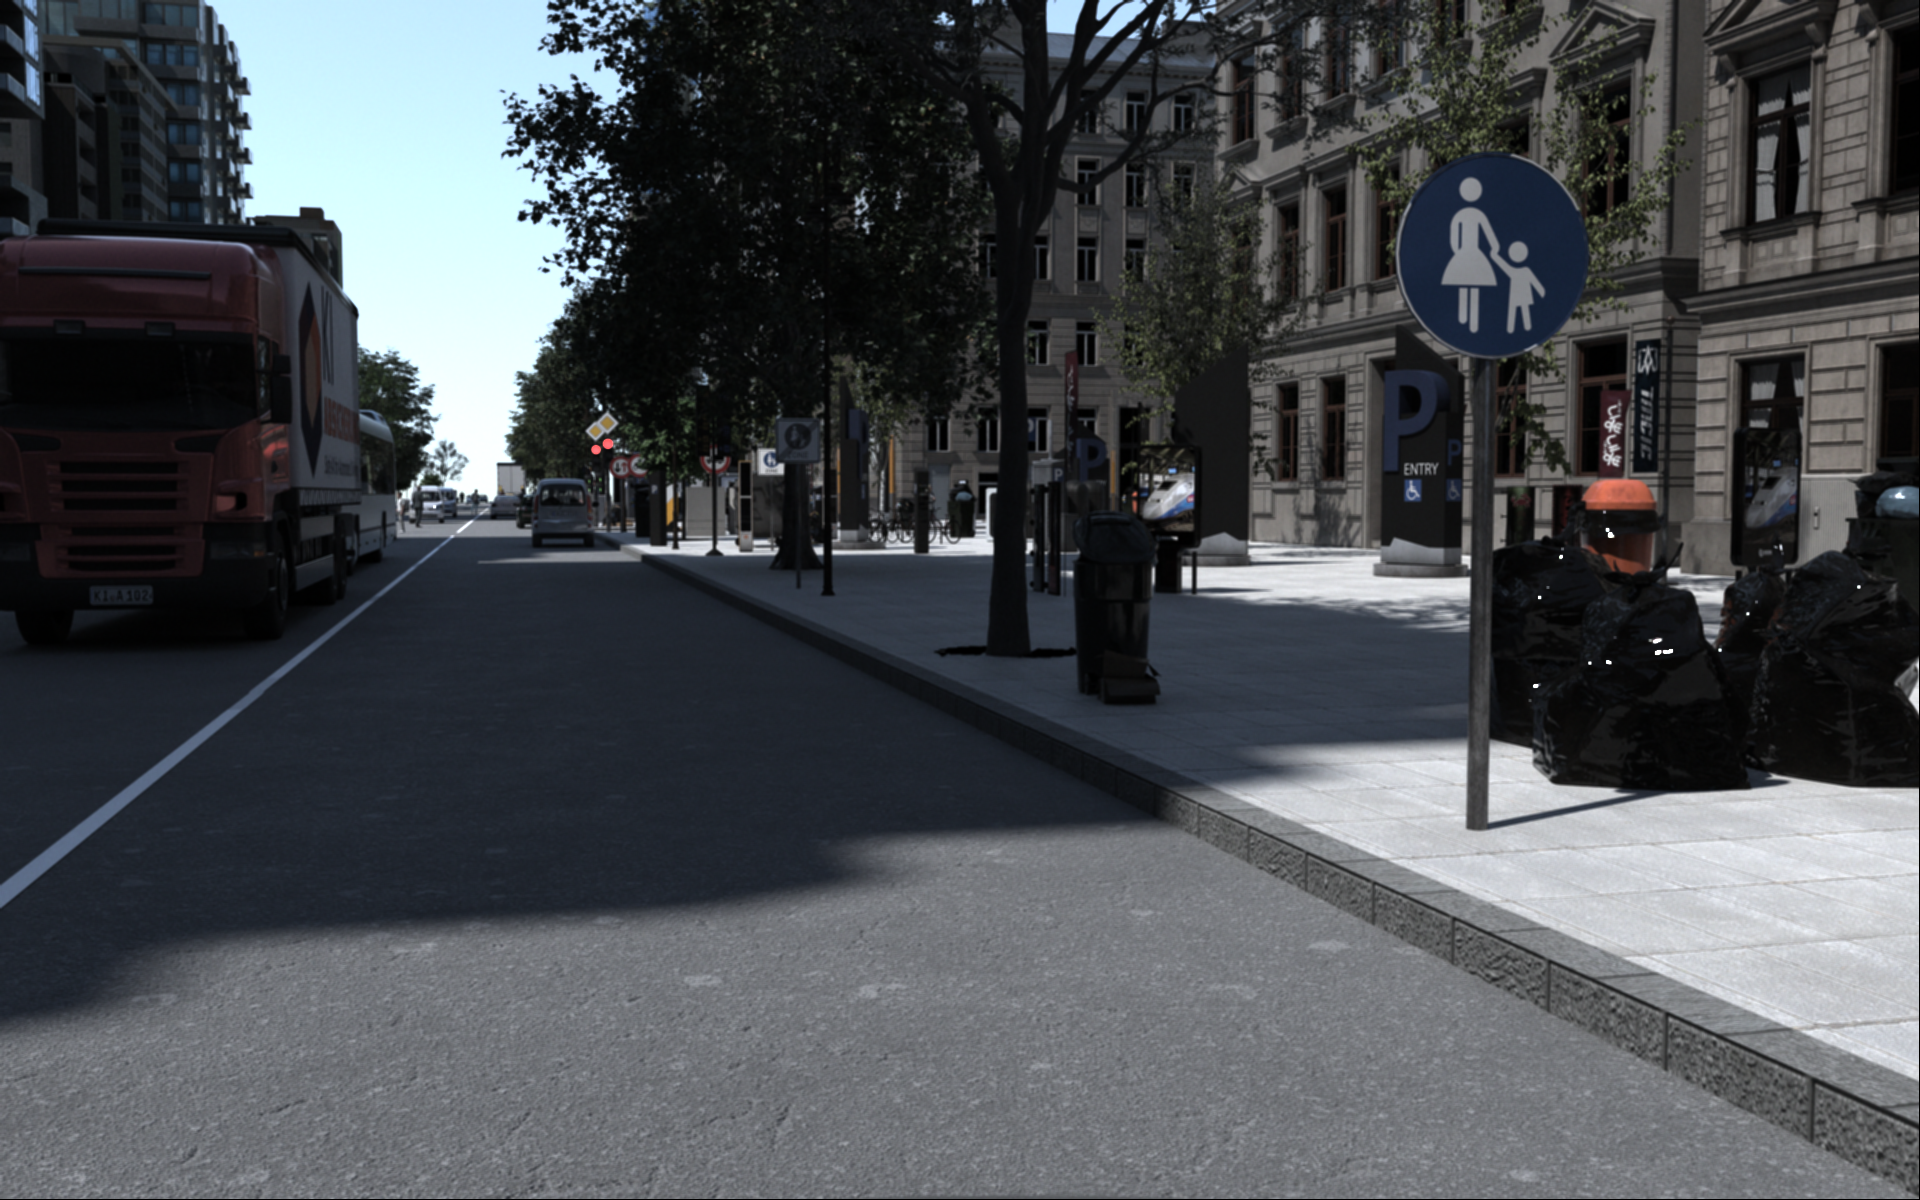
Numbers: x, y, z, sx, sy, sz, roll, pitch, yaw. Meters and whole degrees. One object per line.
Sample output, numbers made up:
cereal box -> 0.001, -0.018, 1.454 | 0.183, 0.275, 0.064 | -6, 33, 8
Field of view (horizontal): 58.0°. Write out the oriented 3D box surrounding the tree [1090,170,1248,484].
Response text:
tree -> 5.284, -5.470, 39.797 | 4.737, 8.622, 4.395 | 0, 3, 0

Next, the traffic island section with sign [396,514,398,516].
traffic island section with sign -> -37.365, -6.333, 112.165 | 1.989, 1.847, 2.006 | -1, 4, -15

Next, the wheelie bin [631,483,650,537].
wheelie bin -> -9.326, -2.670, 51.555 | 0.980, 1.594, 0.693 | 0, 4, -3

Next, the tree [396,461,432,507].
tree -> -55.261, -11.404, 170.169 | 4.285, 4.588, 4.351 | 0, 3, 0

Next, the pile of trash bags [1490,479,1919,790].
pile of trash bags -> 3.703, 0.041, 9.075 | 1.912, 1.369, 3.447 | 1, 4, 9

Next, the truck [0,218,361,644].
truck -> -8.713, -1.909, 20.121 | 2.839, 4.237, 11.283 | -1, 4, -15

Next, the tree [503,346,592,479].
tree -> -31.020, -13.125, 132.728 | 7.486, 12.596, 7.792 | 0, 3, 0

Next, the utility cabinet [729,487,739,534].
utility cabinet -> -6.716, -2.809, 54.610 | 1.173, 1.500, 0.318 | -3, 5, -43

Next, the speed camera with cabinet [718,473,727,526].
speed camera with cabinet -> -9.603, -4.600, 69.553 | 0.660, 3.252, 2.038 | -2, 4, -26

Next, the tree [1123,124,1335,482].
tree -> 5.062, -5.157, 34.683 | 4.360, 8.622, 3.978 | 0, 3, 0

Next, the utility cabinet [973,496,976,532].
utility cabinet -> 0.287, -2.875, 58.164 | 0.306, 1.237, 1.020 | 1, 4, 12

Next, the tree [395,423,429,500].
tree -> -58.437, -14.083, 180.613 | 4.737, 8.622, 4.395 | 0, 3, 0

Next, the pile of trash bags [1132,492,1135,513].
pile of trash bags -> 11.688, -7.411, 130.928 | 1.912, 1.369, 3.447 | -1, 4, -17

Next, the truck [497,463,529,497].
truck -> -41.280, -10.446, 159.697 | 2.839, 4.237, 11.283 | -1, 4, -13

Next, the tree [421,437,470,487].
tree -> -84.668, -21.334, 283.217 | 8.767, 10.594, 7.601 | -2, 4, -30

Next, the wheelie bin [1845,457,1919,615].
wheelie bin -> 8.064, -0.425, 14.863 | 0.693, 1.594, 0.980 | 0, 4, -4

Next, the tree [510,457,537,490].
tree -> -69.525, -21.867, 283.286 | 9.928, 11.665, 9.643 | 0, 3, 0

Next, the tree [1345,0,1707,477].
tree -> 7.089, -4.425, 22.712 | 4.737, 8.622, 4.395 | 0, 3, 0

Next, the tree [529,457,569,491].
tree -> -58.679, -17.947, 243.789 | 4.737, 8.622, 4.395 | 0, 3, 0

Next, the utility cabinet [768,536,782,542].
utility cabinet -> -4.842, -2.280, 45.953 | 0.318, 1.500, 1.173 | 0, 4, 6

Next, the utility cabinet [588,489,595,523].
utility cabinet -> -16.484, -4.168, 76.828 | 0.318, 1.500, 1.173 | -2, 4, -35

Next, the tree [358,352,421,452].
tree -> -44.184, -12.395, 128.419 | 9.928, 11.665, 9.643 | 0, 3, 0

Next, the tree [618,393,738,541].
tree -> -7.773, -3.940, 48.126 | 4.285, 4.588, 4.351 | 0, 3, 0

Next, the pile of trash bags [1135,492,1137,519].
pile of trash bags -> 10.628, -4.621, 85.303 | 3.447, 1.369, 1.912 | -3, 5, -42

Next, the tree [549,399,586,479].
tree -> -24.991, -9.833, 111.132 | 4.360, 8.622, 3.978 | 0, 3, 0

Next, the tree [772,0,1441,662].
tree -> 0.466, -6.296, 13.302 | 12.009, 13.543, 11.850 | 0, 3, 0

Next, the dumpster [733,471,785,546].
dumpster -> -4.799, -2.229, 42.206 | 1.264, 1.857, 1.865 | -1, 4, -15

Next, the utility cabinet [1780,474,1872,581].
utility cabinet -> 9.397, -0.633, 19.027 | 0.318, 1.500, 1.173 | -2, 4, -30

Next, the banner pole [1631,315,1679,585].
banner pole -> 9.860, -2.114, 24.585 | 0.401, 3.779, 0.863 | -2, 4, -24

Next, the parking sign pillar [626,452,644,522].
parking sign pillar -> -14.682, -5.555, 79.302 | 1.447, 3.967, 1.447 | -1, 4, -12

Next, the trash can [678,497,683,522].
trash can -> -12.994, -4.213, 80.531 | 0.748, 1.137, 0.748 | 0, 3, 0

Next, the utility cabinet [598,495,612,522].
utility cabinet -> -16.313, -4.123, 78.568 | 1.020, 1.237, 0.306 | -3, 5, -41

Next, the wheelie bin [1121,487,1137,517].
wheelie bin -> 7.814, -4.371, 79.378 | 0.693, 1.594, 0.980 | 2, 4, 29

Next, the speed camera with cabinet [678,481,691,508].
speed camera with cabinet -> -21.837, -8.640, 135.594 | 0.660, 3.252, 2.038 | 0, 4, 6

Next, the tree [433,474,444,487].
tree -> -74.962, -16.020, 245.635 | 4.285, 4.588, 4.351 | 0, 3, 0

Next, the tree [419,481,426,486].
tree -> -71.866, -14.469, 231.174 | 1.663, 3.219, 1.824 | 0, 3, 0

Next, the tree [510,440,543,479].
tree -> -49.660, -16.614, 206.049 | 8.767, 10.594, 7.601 | 0, 4, 0

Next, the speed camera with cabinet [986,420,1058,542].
speed camera with cabinet -> 1.716, -3.177, 46.285 | 2.038, 3.252, 0.660 | 2, 4, 26

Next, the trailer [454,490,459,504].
trailer -> -72.322, -14.690, 247.227 | 1.471, 1.999, 3.904 | -1, 4, -16

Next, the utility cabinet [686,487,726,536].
utility cabinet -> -7.696, -2.670, 52.330 | 1.173, 1.500, 0.318 | -1, 4, -19

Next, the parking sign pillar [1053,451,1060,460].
parking sign pillar -> 4.986, -5.646, 80.783 | 1.447, 3.967, 1.447 | 0, 4, -3

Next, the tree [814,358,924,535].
tree -> -2.450, -6.379, 54.653 | 4.737, 8.622, 4.395 | 0, 3, 0

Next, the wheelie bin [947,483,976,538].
wheelie bin -> 0.041, -2.634, 50.970 | 0.693, 1.594, 0.980 | -3, 4, -38

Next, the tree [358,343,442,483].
tree -> -49.308, -14.712, 147.199 | 9.857, 13.997, 8.962 | 0, 3, 0

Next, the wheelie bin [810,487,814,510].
wheelie bin -> -6.431, -4.164, 75.996 | 0.693, 1.594, 0.980 | -1, 4, -9

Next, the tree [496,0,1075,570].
tree -> -2.876, -6.878, 29.457 | 9.611, 12.733, 9.660 | 0, 3, 0

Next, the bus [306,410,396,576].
bus -> -12.513, -2.319, 32.777 | 2.948, 3.499, 13.247 | -1, 4, -14

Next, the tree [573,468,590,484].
tree -> -25.373, -7.454, 116.480 | 1.663, 3.219, 1.824 | 0, 3, 0

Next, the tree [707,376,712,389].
tree -> -13.681, -9.143, 99.847 | 4.737, 8.622, 4.395 | 0, 3, 0

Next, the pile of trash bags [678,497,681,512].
pile of trash bags -> -20.027, -6.804, 121.005 | 3.447, 1.369, 1.912 | -2, 4, -26
